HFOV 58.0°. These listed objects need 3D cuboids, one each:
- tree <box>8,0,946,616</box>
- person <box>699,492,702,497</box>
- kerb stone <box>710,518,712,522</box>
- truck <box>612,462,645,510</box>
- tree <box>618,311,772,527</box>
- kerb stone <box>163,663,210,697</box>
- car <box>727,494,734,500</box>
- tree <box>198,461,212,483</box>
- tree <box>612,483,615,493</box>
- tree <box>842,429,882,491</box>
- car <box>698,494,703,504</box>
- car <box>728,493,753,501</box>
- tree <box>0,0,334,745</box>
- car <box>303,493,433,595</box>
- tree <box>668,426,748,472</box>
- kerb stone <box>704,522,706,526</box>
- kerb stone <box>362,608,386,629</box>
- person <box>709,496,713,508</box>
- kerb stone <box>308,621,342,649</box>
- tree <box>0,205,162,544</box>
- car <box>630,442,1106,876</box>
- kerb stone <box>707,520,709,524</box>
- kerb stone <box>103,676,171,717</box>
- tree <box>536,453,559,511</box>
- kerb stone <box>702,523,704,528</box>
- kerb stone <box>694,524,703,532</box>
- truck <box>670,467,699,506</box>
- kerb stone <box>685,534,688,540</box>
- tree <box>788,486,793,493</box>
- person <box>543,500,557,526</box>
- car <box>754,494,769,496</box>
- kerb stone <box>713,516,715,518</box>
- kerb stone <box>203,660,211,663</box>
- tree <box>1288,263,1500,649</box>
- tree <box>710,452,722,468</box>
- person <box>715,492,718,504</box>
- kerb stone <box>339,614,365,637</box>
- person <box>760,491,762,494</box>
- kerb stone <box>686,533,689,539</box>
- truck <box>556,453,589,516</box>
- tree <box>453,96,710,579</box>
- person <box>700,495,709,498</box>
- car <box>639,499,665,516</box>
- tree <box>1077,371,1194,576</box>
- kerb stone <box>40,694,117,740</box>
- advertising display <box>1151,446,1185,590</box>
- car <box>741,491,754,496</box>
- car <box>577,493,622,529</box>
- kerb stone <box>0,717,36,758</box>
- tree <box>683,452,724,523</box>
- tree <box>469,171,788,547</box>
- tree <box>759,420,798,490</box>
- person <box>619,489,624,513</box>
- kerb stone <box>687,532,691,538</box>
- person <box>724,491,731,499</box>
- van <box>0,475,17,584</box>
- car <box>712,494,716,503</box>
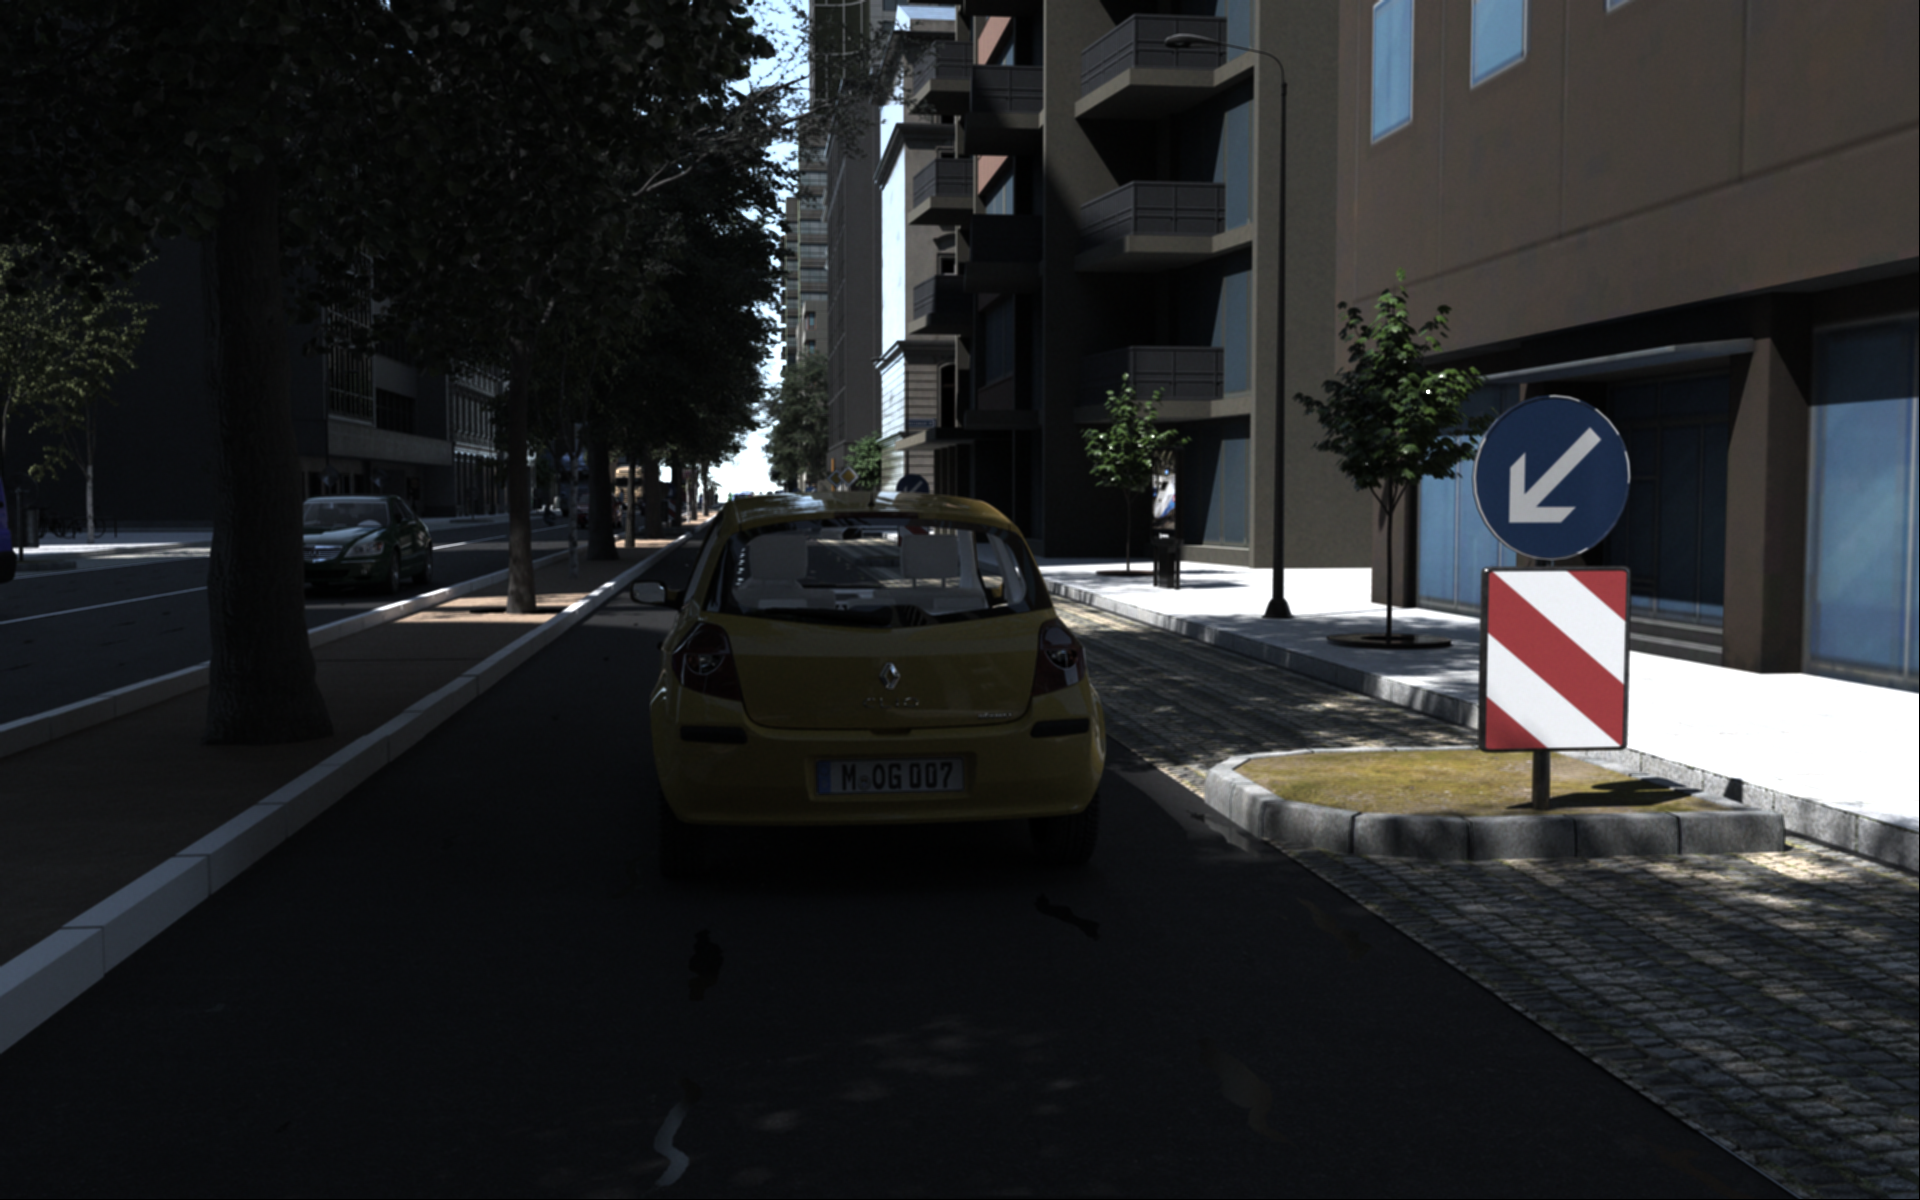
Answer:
[{"bbox_3d":[-5.318,-6.588,20.541,12.009,13.543,11.850,0,3,0],"label":"tree"},{"bbox_3d":[-40.482,-15.938,269.602,0.721,1.766,1.217,0,4,-5],"label":"person"},{"bbox_3d":[-12.319,-3.813,84.586,0.120,0.150,1.000,0,4,-7],"label":"kerb stone"},{"bbox_3d":[-29.300,-10.193,155.561,2.839,4.237,11.283,0,4,-5],"label":"truck"},{"bbox_3d":[-11.643,-9.209,71.146,7.486,12.596,7.792,0,3,0],"label":"tree"},{"bbox_3d":[-5.632,0.599,12.536,0.120,0.150,1.000,0,4,-7],"label":"kerb stone"},{"bbox_3d":[-17.152,-7.687,134.476,1.959,1.807,4.718,0,4,-6],"label":"car"},{"bbox_3d":[-22.351,-3.607,53.582,1.663,3.219,1.824,0,3,0],"label":"tree"},{"bbox_3d":[-42.670,-13.480,214.999,1.663,3.219,1.824,0,3,0],"label":"tree"},{"bbox_3d":[-4.197,-6.294,86.620,4.285,4.588,4.351,0,3,0],"label":"tree"},{"bbox_3d":[-36.319,-14.490,246.508,1.945,1.707,3.694,0,4,-7],"label":"car"},{"bbox_3d":[-13.869,-6.192,110.829,1.945,1.707,3.694,0,4,-8],"label":"car"},{"bbox_3d":[-4.017,-6.145,9.591,9.857,13.997,8.962,0,3,0],"label":"tree"},{"bbox_3d":[-9.146,-0.871,26.044,2.131,1.459,4.920,0,4,-8],"label":"car"},{"bbox_3d":[-20.101,-12.693,135.740,9.928,11.665,9.643,0,3,0],"label":"tree"},{"bbox_3d":[-10.944,-3.126,73.361,0.120,0.150,1.000,0,4,-7],"label":"kerb stone"},{"bbox_3d":[-6.372,0.221,18.632,0.120,0.150,1.000,0,4,-7],"label":"kerb stone"},{"bbox_3d":[-25.912,-10.490,180.026,0.705,1.821,1.348,0,4,4],"label":"person"},{"bbox_3d":[-6.124,0.342,16.599,0.120,0.150,1.000,0,4,-7],"label":"kerb stone"},{"bbox_3d":[-22.551,-5.742,44.248,4.737,8.622,4.395,0,3,0],"label":"tree"},{"bbox_3d":[-0.526,0.135,8.017,2.015,1.641,3.980,-1,4,-8],"label":"car"},{"bbox_3d":[-11.574,-3.441,78.454,0.120,0.150,1.000,0,4,-7],"label":"kerb stone"},{"bbox_3d":[-5.497,0.653,11.522,0.120,0.150,1.000,0,4,-7],"label":"kerb stone"},{"bbox_3d":[-32.352,-9.074,132.070,4.285,4.588,4.351,0,3,0],"label":"tree"},{"bbox_3d":[-10.570,-2.942,70.317,0.120,0.150,1.000,0,4,-7],"label":"kerb stone"},{"bbox_3d":[-10.449,-2.881,69.302,0.120,0.150,1.000,0,4,-7],"label":"kerb stone"},{"bbox_3d":[-28.318,-11.606,178.663,2.839,4.237,11.283,0,4,-8],"label":"truck"},{"bbox_3d":[-8.393,-1.846,52.504,0.120,0.150,1.000,0,4,-7],"label":"kerb stone"},{"bbox_3d":[-22.494,-14.576,232.924,1.663,3.219,1.824,0,3,0],"label":"tree"},{"bbox_3d":[-18.354,-3.905,77.845,0.738,1.151,1.012,0,4,-3],"label":"person"},{"bbox_3d":[-13.356,-6.536,117.089,2.015,1.641,3.980,0,4,-6],"label":"car"},{"bbox_3d":[-13.189,-4.251,91.699,0.120,0.150,1.000,0,4,-7],"label":"kerb stone"},{"bbox_3d":[-5.744,0.529,13.551,0.120,0.150,1.000,0,4,-7],"label":"kerb stone"},{"bbox_3d":[3.663,-1.222,14.581,1.663,3.219,1.824,0,3,0],"label":"tree"},{"bbox_3d":[-17.642,-10.146,118.710,4.737,8.622,4.395,0,3,0],"label":"tree"},{"bbox_3d":[-35.601,-14.931,253.532,0.541,1.710,0.530,-2,4,-28],"label":"person"},{"bbox_3d":[-6.249,0.280,17.617,0.120,0.150,1.000,0,4,-7],"label":"kerb stone"},{"bbox_3d":[-22.512,-11.400,195.615,0.721,1.736,1.217,3,5,42],"label":"person"},{"bbox_3d":[-8.521,-1.916,53.518,0.120,0.150,1.000,0,4,-7],"label":"kerb stone"},{"bbox_3d":[-25.280,-7.873,118.475,2.967,4.110,18.799,0,4,-7],"label":"truck"},{"bbox_3d":[-6.555,-4.663,29.059,4.737,8.622,4.395,0,3,0],"label":"tree"},{"bbox_3d":[-27.593,-10.896,187.373,1.217,1.736,0.721,-1,4,-8],"label":"person"},{"bbox_3d":[-20.649,-6.386,116.985,1.945,1.354,3.894,0,4,-8],"label":"car"},{"bbox_3d":[2.604,-2.012,27.491,1.663,3.219,1.824,0,3,0],"label":"tree"},{"bbox_3d":[-5.375,0.719,10.507,0.120,0.150,1.000,0,4,-7],"label":"kerb stone"},{"bbox_3d":[2.823,-1.125,23.614,0.123,1.923,0.974,-1,4,-14],"label":"advertising display"},{"bbox_3d":[-24.695,-11.776,201.209,2.281,1.827,5.304,0,4,-8],"label":"car"},{"bbox_3d":[-15.302,-3.920,73.124,2.155,1.783,4.494,0,4,-6],"label":"car"},{"bbox_3d":[-5.253,0.777,9.489,0.120,0.150,1.000,0,4,-7],"label":"kerb stone"},{"bbox_3d":[-13.335,-8.076,84.860,4.360,8.622,3.978,0,3,0],"label":"tree"},{"bbox_3d":[-8.843,-6.663,45.815,8.767,10.594,7.601,0,4,-7],"label":"tree"},{"bbox_3d":[-21.284,-18.847,225.155,9.611,12.733,9.660,0,3,0],"label":"tree"},{"bbox_3d":[-25.546,-7.464,130.795,0.793,1.790,0.793,-1,4,-19],"label":"person"},{"bbox_3d":[-8.642,-1.978,54.538,0.120,0.150,1.000,0,4,-7],"label":"kerb stone"},{"bbox_3d":[-24.274,-10.614,182.754,1.217,1.735,0.721,1,4,12],"label":"person"},{"bbox_3d":[-12.161,-0.858,18.410,2.240,2.365,5.245,0,4,-6],"label":"van"},{"bbox_3d":[-38.753,-15.788,269.923,2.131,1.459,4.920,0,4,-6],"label":"car"}]
